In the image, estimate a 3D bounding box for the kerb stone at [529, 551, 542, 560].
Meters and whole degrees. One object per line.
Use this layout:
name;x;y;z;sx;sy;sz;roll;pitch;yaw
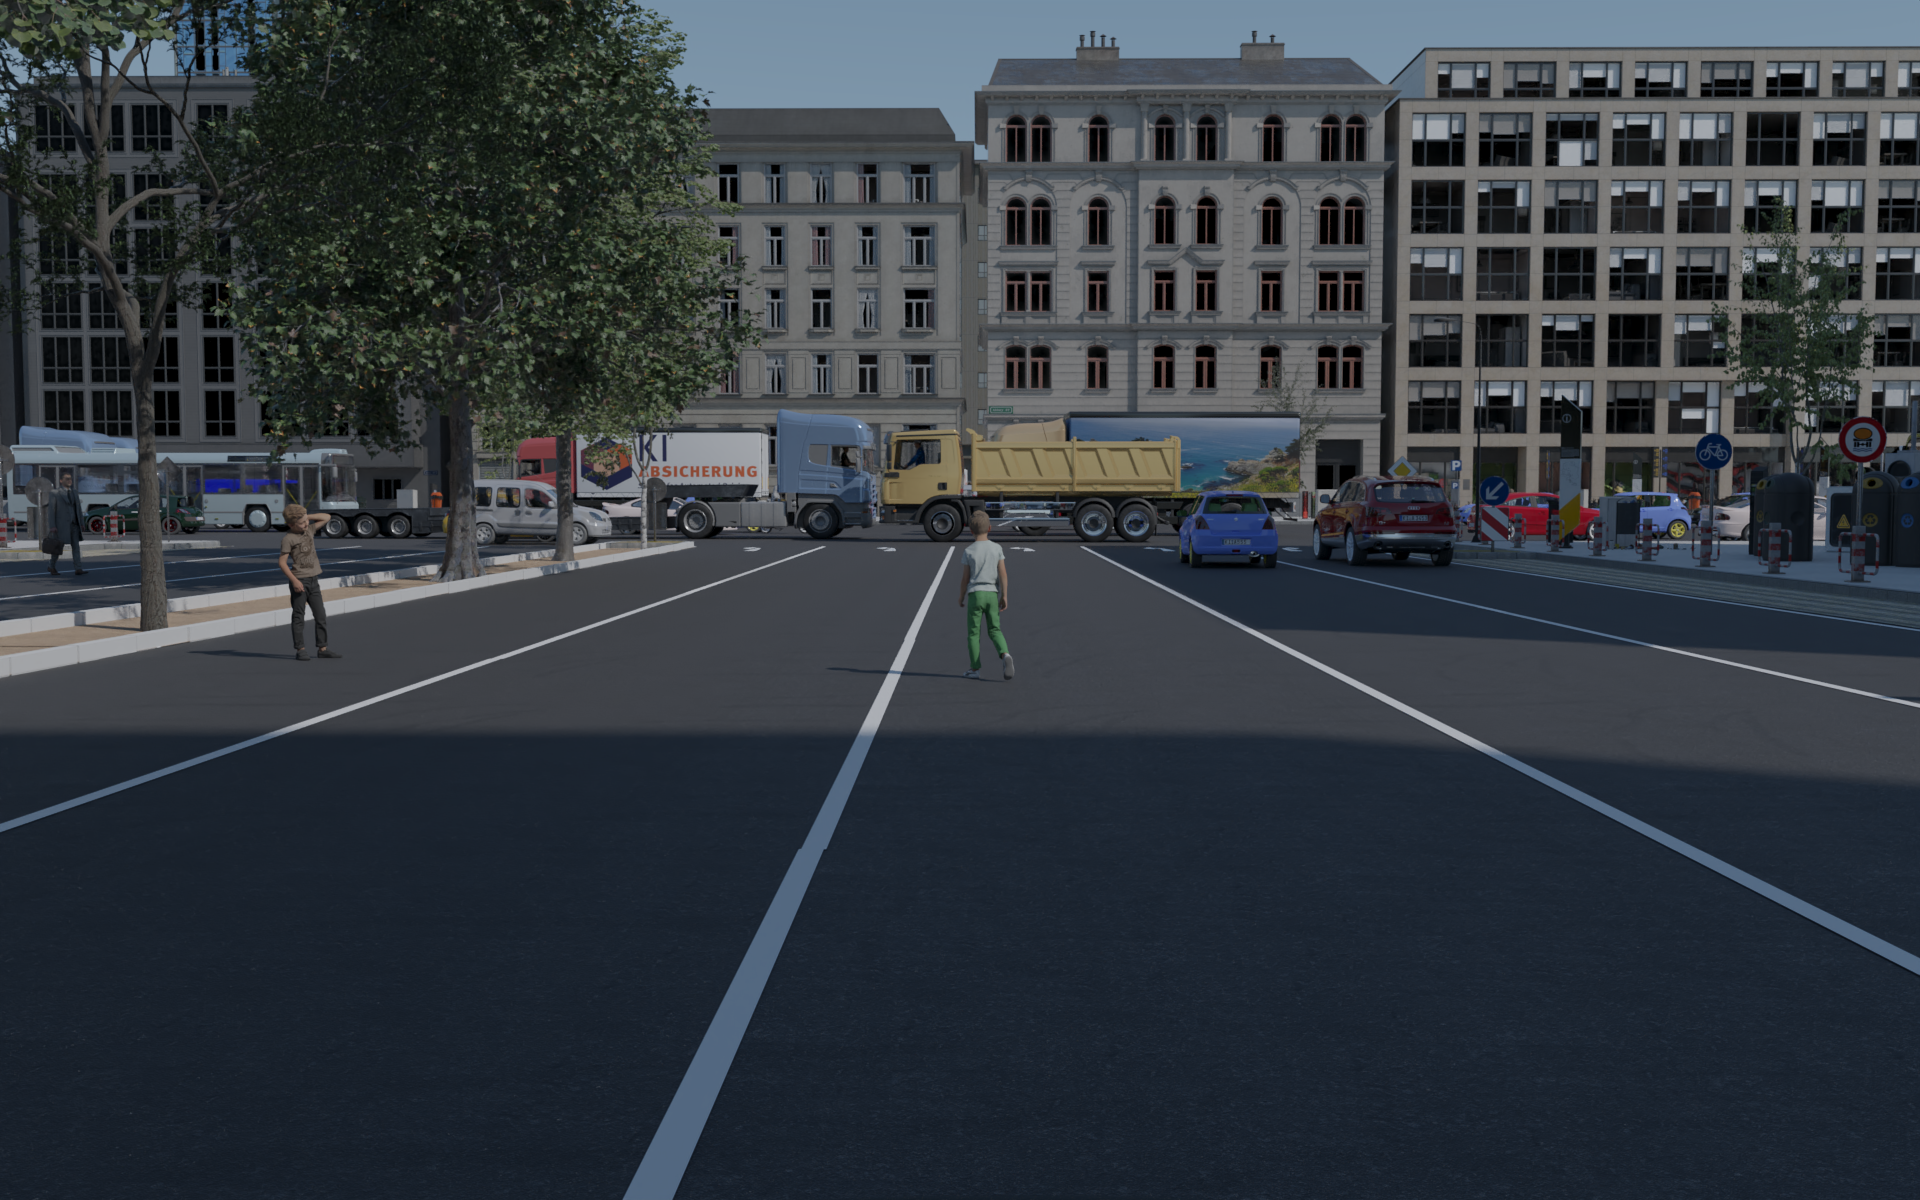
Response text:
kerb stone;-9.403;-0.962;37.926;0.120;0.150;1.000;0;4;1

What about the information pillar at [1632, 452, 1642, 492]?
information pillar;37.447;-6.390;95.834;0.504;3.616;0.183;1;4;16

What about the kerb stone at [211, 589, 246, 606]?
kerb stone;-9.562;-0.015;22.439;0.120;0.150;1.000;0;4;1

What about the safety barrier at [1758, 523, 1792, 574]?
safety barrier;13.070;-0.827;27.789;0.300;0.817;1.120;0;4;1

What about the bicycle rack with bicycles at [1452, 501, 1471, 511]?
bicycle rack with bicycles;24.837;-4.426;85.743;2.925;0.926;2.852;1;4;23

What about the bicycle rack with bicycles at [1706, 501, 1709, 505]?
bicycle rack with bicycles;41.117;-4.948;94.281;2.925;0.926;2.852;2;4;25

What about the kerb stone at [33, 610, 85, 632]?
kerb stone;-9.602;0.240;18.322;0.120;0.150;1.000;0;4;1

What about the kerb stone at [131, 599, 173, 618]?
kerb stone;-9.581;0.111;20.383;0.120;0.150;1.000;0;4;1

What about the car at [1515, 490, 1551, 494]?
car;24.448;-3.846;72.473;3.694;1.707;1.945;0;4;-1

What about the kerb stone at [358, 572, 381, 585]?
kerb stone;-9.508;-0.328;27.608;0.120;0.150;1.000;0;4;1

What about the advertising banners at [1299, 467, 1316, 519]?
advertising banners;17.821;-5.694;89.278;2.074;3.025;0.090;-3;5;-43

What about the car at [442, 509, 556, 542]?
car;-13.559;-2.579;52.388;3.980;1.641;2.015;0;4;0

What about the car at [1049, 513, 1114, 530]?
car;4.671;-3.696;69.464;4.494;1.783;2.155;0;4;2

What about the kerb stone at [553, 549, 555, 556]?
kerb stone;-9.387;-1.084;39.982;0.120;0.150;1.000;0;4;1

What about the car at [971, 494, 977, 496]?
car;2.217;-4.212;77.909;4.494;1.783;2.155;0;4;1

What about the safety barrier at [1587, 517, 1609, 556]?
safety barrier;13.155;-1.312;35.722;0.300;0.817;1.120;0;4;1

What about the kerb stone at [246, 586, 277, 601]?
kerb stone;-9.554;-0.078;23.475;0.120;0.150;1.000;0;4;1

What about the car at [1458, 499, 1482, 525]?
car;24.678;-4.277;79.524;3.694;1.707;1.945;0;4;-1

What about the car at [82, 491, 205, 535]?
car;-29.175;-3.181;61.803;4.222;1.686;2.009;0;4;0

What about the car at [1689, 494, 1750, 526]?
car;33.026;-3.889;73.379;4.222;1.686;2.009;0;4;-1

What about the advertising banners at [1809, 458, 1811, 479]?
advertising banners;41.551;-5.417;84.750;0.090;3.025;2.074;2;4;25

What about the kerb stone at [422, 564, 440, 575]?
kerb stone;-9.482;-0.520;30.697;0.120;0.150;1.000;0;4;1

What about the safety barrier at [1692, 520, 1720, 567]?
safety barrier;13.101;-0.988;30.428;0.300;0.817;1.120;0;4;1

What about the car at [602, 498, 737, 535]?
car;-10.337;-3.017;61.695;4.827;1.381;2.083;0;4;2

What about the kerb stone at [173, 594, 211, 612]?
kerb stone;-9.573;0.048;21.411;0.120;0.150;1.000;0;4;1

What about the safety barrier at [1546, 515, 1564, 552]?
safety barrier;13.179;-1.473;38.358;0.300;0.817;1.120;0;4;1

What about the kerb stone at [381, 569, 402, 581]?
kerb stone;-9.498;-0.394;28.642;0.120;0.150;1.000;0;4;1

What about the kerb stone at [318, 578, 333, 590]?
kerb stone;-9.529;-0.205;25.545;0.120;0.150;1.000;0;4;1

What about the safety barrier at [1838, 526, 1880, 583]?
safety barrier;13.046;-0.665;25.153;0.300;0.817;1.120;0;4;1

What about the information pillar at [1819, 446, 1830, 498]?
information pillar;41.582;-5.628;83.367;0.183;3.616;0.504;-2;4;-25

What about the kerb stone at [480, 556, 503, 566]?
kerb stone;-9.436;-0.773;34.835;0.120;0.150;1.000;0;4;1

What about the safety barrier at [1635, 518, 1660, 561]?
safety barrier;13.123;-1.150;33.071;0.300;0.817;1.120;0;4;1

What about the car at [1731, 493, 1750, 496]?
car;35.216;-4.034;75.543;3.694;1.707;1.945;0;4;2

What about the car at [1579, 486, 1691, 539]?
car;21.435;-2.813;55.581;3.694;1.707;1.945;0;4;-1

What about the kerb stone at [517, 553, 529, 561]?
kerb stone;-9.416;-0.899;36.899;0.120;0.150;1.000;0;4;1

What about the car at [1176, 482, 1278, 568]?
car;5.369;-1.551;34.952;1.945;1.707;3.694;0;4;2

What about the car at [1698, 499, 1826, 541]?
car;23.384;-2.227;48.780;4.827;1.381;2.083;0;4;2

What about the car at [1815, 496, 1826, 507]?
car;31.194;-3.204;64.749;4.827;1.381;2.083;0;4;-1

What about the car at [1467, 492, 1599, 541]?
car;17.552;-2.623;51.929;4.494;1.783;2.155;0;4;1

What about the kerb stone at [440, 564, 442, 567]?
kerb stone;-9.466;-0.583;31.733;0.120;0.150;1.000;0;4;1

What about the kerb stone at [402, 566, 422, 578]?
kerb stone;-9.487;-0.457;29.669;0.120;0.150;1.000;0;4;1

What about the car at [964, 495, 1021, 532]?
car;0.868;-3.476;65.873;4.494;1.783;2.155;0;4;-1

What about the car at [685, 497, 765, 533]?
car;-8.772;-3.400;65.179;3.694;1.707;1.945;0;4;0

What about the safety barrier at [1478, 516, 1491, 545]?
safety barrier;13.233;-1.796;43.636;0.300;0.817;1.120;0;4;1

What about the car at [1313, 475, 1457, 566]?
car;8.801;-1.684;36.211;2.281;1.827;5.304;0;4;0

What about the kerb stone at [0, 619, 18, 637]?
kerb stone;-9.614;0.300;17.294;0.120;0.150;1.000;0;4;1

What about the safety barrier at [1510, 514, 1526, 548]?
safety barrier;13.207;-1.634;40.994;0.300;0.817;1.120;0;4;1

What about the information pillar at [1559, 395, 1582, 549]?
information pillar;14.339;-3.019;40.721;0.504;3.616;0.183;3;5;39

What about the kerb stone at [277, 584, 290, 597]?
kerb stone;-9.533;-0.139;24.517;0.120;0.150;1.000;0;4;1

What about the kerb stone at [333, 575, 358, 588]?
kerb stone;-9.524;-0.268;26.580;0.120;0.150;1.000;0;4;1

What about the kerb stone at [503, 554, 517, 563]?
kerb stone;-9.428;-0.832;35.863;0.120;0.150;1.000;0;4;1

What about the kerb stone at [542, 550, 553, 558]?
kerb stone;-9.397;-1.025;38.954;0.120;0.150;1.000;0;4;1

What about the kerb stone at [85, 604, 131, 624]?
kerb stone;-9.595;0.174;19.350;0.120;0.150;1.000;0;4;1
